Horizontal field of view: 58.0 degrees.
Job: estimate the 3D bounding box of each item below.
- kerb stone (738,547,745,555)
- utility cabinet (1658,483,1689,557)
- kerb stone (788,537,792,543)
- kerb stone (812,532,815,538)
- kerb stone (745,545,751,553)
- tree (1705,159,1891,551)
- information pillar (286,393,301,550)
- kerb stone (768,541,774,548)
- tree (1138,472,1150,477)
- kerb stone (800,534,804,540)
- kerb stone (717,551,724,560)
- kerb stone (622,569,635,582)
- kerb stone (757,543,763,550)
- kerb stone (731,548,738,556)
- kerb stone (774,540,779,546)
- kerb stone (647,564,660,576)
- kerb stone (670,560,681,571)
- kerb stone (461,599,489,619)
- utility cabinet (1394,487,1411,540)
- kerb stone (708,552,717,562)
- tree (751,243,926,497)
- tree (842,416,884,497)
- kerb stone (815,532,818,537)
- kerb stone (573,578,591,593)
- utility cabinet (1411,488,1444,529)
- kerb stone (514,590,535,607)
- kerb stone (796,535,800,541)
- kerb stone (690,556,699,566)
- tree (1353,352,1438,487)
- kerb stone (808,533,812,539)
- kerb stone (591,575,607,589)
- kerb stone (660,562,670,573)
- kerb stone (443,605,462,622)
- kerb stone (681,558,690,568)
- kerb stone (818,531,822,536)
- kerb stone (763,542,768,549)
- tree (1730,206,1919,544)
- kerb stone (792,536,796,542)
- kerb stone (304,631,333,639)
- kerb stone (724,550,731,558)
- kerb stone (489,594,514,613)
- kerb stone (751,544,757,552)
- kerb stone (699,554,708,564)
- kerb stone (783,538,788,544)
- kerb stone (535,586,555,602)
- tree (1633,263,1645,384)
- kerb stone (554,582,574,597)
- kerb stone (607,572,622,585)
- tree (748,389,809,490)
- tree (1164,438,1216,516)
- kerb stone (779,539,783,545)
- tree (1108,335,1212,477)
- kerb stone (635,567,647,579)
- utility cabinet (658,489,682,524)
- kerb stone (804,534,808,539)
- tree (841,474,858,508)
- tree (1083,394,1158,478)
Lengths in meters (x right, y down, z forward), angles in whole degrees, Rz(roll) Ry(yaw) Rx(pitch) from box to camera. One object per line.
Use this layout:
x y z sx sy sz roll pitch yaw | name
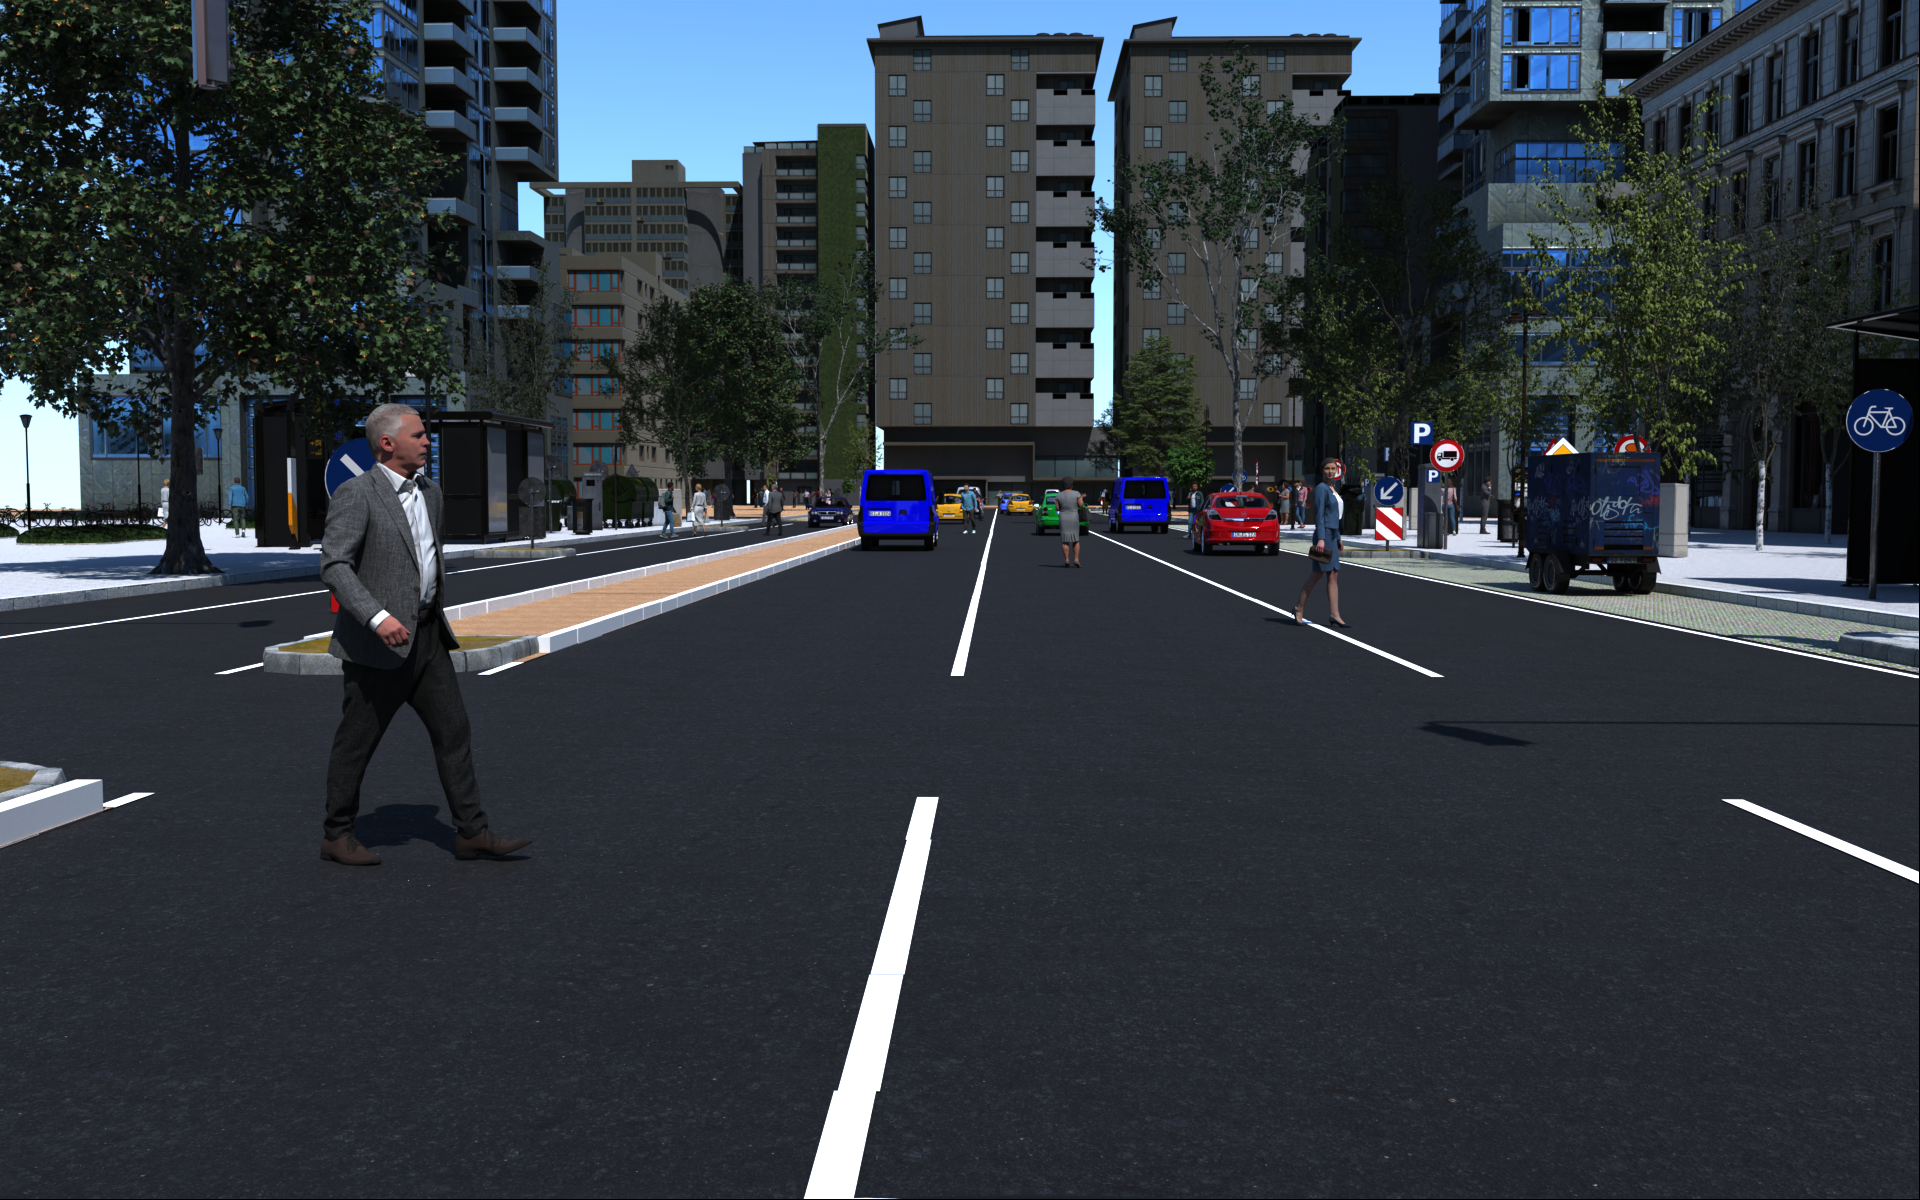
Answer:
-5.246 -1.131 40.731 0.120 0.150 1.000 0 4 1 | kerb stone
14.454 -1.631 35.346 0.318 1.500 1.173 0 4 -4 | utility cabinet
-5.032 -1.694 49.963 0.120 0.150 1.000 0 4 1 | kerb stone
-4.890 -2.074 56.113 0.120 0.150 1.000 0 4 1 | kerb stone
-5.226 -1.190 41.765 0.120 0.150 1.000 0 4 1 | kerb stone
18.384 -5.424 39.048 4.360 8.622 3.978 0 3 0 | tree
-15.405 -2.971 39.938 0.183 3.616 0.504 0 4 -8 | information pillar
-5.127 -1.446 45.869 0.120 0.150 1.000 0 4 1 | kerb stone
14.606 -8.689 136.660 1.663 3.219 1.824 0 3 0 | tree
-4.963 -1.884 53.046 0.120 0.150 1.000 0 4 1 | kerb stone
-5.321 -0.940 37.656 0.120 0.150 1.000 0 4 1 | kerb stone
-5.540 -0.380 28.417 0.120 0.150 1.000 0 4 1 | kerb stone
-5.178 -1.319 43.811 0.120 0.150 1.000 0 4 1 | kerb stone
-5.275 -1.066 39.710 0.120 0.150 1.000 0 4 1 | kerb stone
-5.103 -1.510 46.895 0.120 0.150 1.000 0 4 1 | kerb stone
-5.484 -0.506 30.464 0.120 0.150 1.000 0 4 1 | kerb stone
-5.438 -0.627 32.509 0.120 0.150 1.000 0 4 1 | kerb stone
-5.729 0.123 20.192 0.120 0.150 1.000 0 4 1 | kerb stone
12.360 -2.438 48.538 0.318 1.500 1.173 1 4 16 | utility cabinet
-5.342 -0.879 36.626 0.120 0.150 1.000 0 4 1 | kerb stone
-9.386 -16.796 130.505 12.611 20.169 13.585 0 3 0 | tree
-9.322 -13.049 163.712 4.737 8.622 4.395 0 3 0 | tree
-4.867 -2.137 57.139 0.120 0.150 1.000 0 4 1 | kerb stone
-5.616 -0.192 25.330 0.120 0.150 1.000 0 4 1 | kerb stone
16.663 -3.255 61.902 1.173 1.500 0.318 0 4 -2 | utility cabinet
-5.685 0.002 22.252 0.120 0.150 1.000 0 4 1 | kerb stone
-4.990 -1.824 52.024 0.120 0.150 1.000 0 4 1 | kerb stone
-5.398 -0.749 34.568 0.120 0.150 1.000 0 4 1 | kerb stone
21.861 -8.302 86.096 4.360 8.622 3.978 0 3 0 | tree
-4.917 -2.012 55.090 0.120 0.150 1.000 0 4 1 | kerb stone
-5.583 -0.254 26.355 0.120 0.150 1.000 0 4 1 | kerb stone
-5.469 -0.568 31.487 0.120 0.150 1.000 0 4 1 | kerb stone
-5.759 0.188 19.170 0.120 0.150 1.000 0 4 1 | kerb stone
-5.420 -0.693 33.531 0.120 0.150 1.000 0 4 1 | kerb stone
-4.837 -2.200 58.163 0.120 0.150 1.000 0 4 1 | kerb stone
-5.151 -1.383 44.836 0.120 0.150 1.000 0 4 1 | kerb stone
22.330 -5.735 44.132 4.737 8.622 4.395 0 3 0 | tree
-5.014 -1.758 51.000 0.120 0.150 1.000 0 4 1 | kerb stone
-5.828 0.374 16.074 0.120 0.150 1.000 0 4 1 | kerb stone
-5.299 -1.009 38.687 0.120 0.150 1.000 0 4 1 | kerb stone
-5.698 0.059 21.226 0.120 0.150 1.000 0 4 1 | kerb stone
-5.198 -1.260 42.789 0.120 0.150 1.000 0 4 1 | kerb stone
-5.371 -0.820 35.598 0.120 0.150 1.000 0 4 1 | kerb stone
-5.063 -1.636 48.941 0.120 0.150 1.000 0 4 1 | kerb stone
-5.663 -0.065 23.277 0.120 0.150 1.000 0 4 1 | kerb stone
21.470 -6.125 50.509 4.360 8.622 3.978 0 3 0 | tree
-5.640 -0.129 24.308 0.120 0.150 1.000 0 4 1 | kerb stone
-5.560 -0.318 27.390 0.120 0.150 1.000 0 4 1 | kerb stone
-11.172 -9.323 102.787 4.737 8.622 4.395 0 3 0 | tree
13.519 -7.210 101.604 4.285 4.588 4.351 0 3 0 | tree
-5.087 -1.573 47.919 0.120 0.150 1.000 0 4 1 | kerb stone
14.118 -12.592 123.999 7.486 12.596 7.792 0 3 0 | tree
-5.519 -0.443 29.443 0.120 0.150 1.000 0 4 1 | kerb stone
-12.215 -3.898 72.403 1.173 1.500 0.318 -3 4 -37 | utility cabinet
-4.940 -1.949 54.068 0.120 0.150 1.000 0 4 1 | kerb stone
-10.450 -10.100 159.741 1.663 3.219 1.824 0 3 0 | tree
15.132 -13.969 162.811 7.601 10.594 8.767 -1 4 -9 | tree
